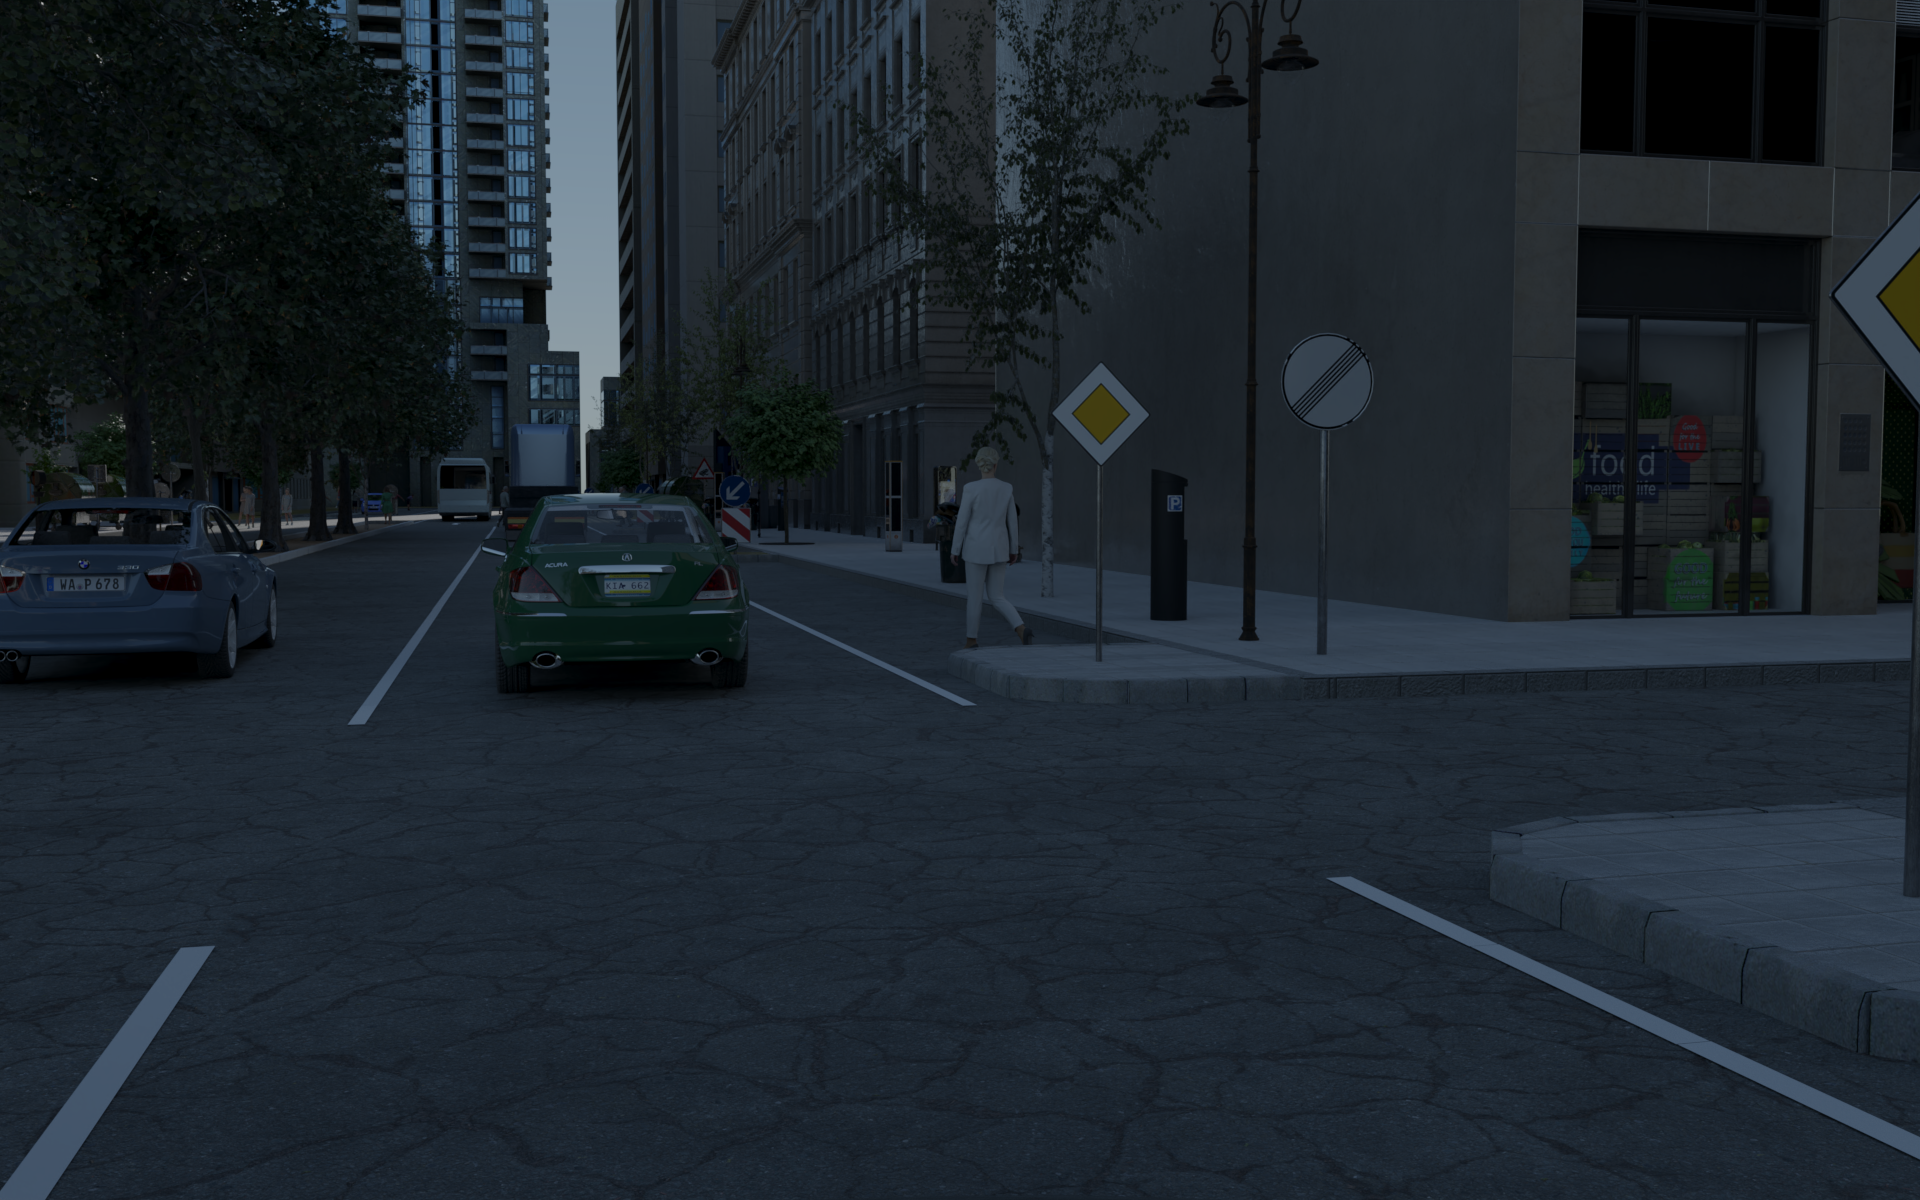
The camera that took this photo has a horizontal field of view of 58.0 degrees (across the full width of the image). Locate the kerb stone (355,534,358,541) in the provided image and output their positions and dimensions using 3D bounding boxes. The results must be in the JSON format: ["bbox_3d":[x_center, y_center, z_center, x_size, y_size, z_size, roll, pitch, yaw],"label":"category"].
[{"bbox_3d":[-18.532,-1.870,52.764,0.120,0.150,1.000,-1,4,-14],"label":"kerb stone"}]

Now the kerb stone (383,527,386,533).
[{"bbox_3d":[-21.322,-2.535,63.699,0.120,0.150,1.000,-1,4,-14],"label":"kerb stone"}]

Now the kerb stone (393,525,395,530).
[{"bbox_3d":[-22.595,-2.842,68.658,0.120,0.150,1.000,-1,4,-14],"label":"kerb stone"}]

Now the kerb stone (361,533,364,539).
[{"bbox_3d":[-19.036,-1.991,54.750,0.120,0.150,1.000,-1,4,-14],"label":"kerb stone"}]

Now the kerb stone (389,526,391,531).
[{"bbox_3d":[-22.084,-2.720,66.671,0.120,0.150,1.000,-1,4,-14],"label":"kerb stone"}]

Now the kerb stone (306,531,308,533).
[{"bbox_3d":[-22.104,-2.206,58.265,0.120,0.150,1.000,-1,4,-14],"label":"kerb stone"}]

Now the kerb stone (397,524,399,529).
[{"bbox_3d":[-23.103,-2.963,70.660,0.120,0.150,1.000,-1,4,-14],"label":"kerb stone"}]

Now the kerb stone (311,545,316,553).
[{"bbox_3d":[-15.744,-1.202,41.845,0.120,0.150,1.000,-1,4,-14],"label":"kerb stone"}]

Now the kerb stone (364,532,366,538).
[{"bbox_3d":[-19.294,-2.052,55.739,0.120,0.150,1.000,-1,4,-14],"label":"kerb stone"}]

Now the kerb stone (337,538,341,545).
[{"bbox_3d":[-17.273,-1.567,47.808,0.120,0.150,1.000,-1,4,-14],"label":"kerb stone"}]

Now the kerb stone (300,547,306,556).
[{"bbox_3d":[-15.238,-1.080,39.857,0.120,0.150,1.000,-1,4,-14],"label":"kerb stone"}]

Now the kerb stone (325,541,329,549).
[{"bbox_3d":[-16.512,-1.381,44.824,0.120,0.150,1.000,-1,4,-14],"label":"kerb stone"}]

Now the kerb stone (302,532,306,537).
[{"bbox_3d":[-21.852,-2.145,57.274,0.120,0.150,1.000,-1,4,-14],"label":"kerb stone"}]

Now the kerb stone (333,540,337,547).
[{"bbox_3d":[-17.018,-1.505,46.807,0.120,0.150,1.000,-1,4,-14],"label":"kerb stone"}]

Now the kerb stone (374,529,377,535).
[{"bbox_3d":[-20.309,-2.296,59.734,0.120,0.150,1.000,-1,4,-14],"label":"kerb stone"}]

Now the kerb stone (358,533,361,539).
[{"bbox_3d":[-18.787,-1.930,53.758,0.120,0.150,1.000,-1,4,-14],"label":"kerb stone"}]

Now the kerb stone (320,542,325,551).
[{"bbox_3d":[-16.248,-1.322,43.836,0.120,0.150,1.000,-1,4,-14],"label":"kerb stone"}]

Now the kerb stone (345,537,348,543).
[{"bbox_3d":[-17.773,-1.688,49.791,0.120,0.150,1.000,-1,4,-14],"label":"kerb stone"}]

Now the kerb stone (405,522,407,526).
[{"bbox_3d":[-24.371,-3.265,75.628,0.120,0.150,1.000,-1,4,-14],"label":"kerb stone"}]

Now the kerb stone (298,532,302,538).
[{"bbox_3d":[-21.595,-2.078,56.277,0.120,0.150,1.000,-1,4,-14],"label":"kerb stone"}]

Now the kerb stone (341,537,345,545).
[{"bbox_3d":[-17.513,-1.625,48.802,0.120,0.150,1.000,-1,4,-14],"label":"kerb stone"}]

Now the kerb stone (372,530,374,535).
[{"bbox_3d":[-20.054,-2.235,58.736,0.120,0.150,1.000,-1,4,-14],"label":"kerb stone"}]

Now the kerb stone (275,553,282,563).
[{"bbox_3d":[-14.227,-0.830,35.879,0.120,0.150,1.000,-1,4,-14],"label":"kerb stone"}]

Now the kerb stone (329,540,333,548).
[{"bbox_3d":[-16.767,-1.444,45.814,0.120,0.150,1.000,-1,4,-14],"label":"kerb stone"}]

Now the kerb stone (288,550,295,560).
[{"bbox_3d":[-14.727,-0.958,37.866,0.120,0.150,1.000,-1,4,-14],"label":"kerb stone"}]

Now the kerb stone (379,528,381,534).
[{"bbox_3d":[-20.818,-2.417,61.717,0.120,0.150,1.000,-1,4,-14],"label":"kerb stone"}]

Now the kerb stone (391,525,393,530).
[{"bbox_3d":[-22.332,-2.781,67.663,0.120,0.150,1.000,-1,4,-14],"label":"kerb stone"}]

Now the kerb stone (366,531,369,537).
[{"bbox_3d":[-19.551,-2.112,56.742,0.120,0.150,1.000,-1,4,-14],"label":"kerb stone"}]

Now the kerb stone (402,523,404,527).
[{"bbox_3d":[-23.856,-3.146,73.634,0.120,0.150,1.000,-1,4,-14],"label":"kerb stone"}]

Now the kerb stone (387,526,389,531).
[{"bbox_3d":[-21.832,-2.659,65.679,0.120,0.150,1.000,-1,4,-14],"label":"kerb stone"}]

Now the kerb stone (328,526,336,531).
[{"bbox_3d":[-24.383,-2.753,67.199,0.120,0.150,1.000,-1,4,-14],"label":"kerb stone"}]

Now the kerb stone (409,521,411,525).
[{"bbox_3d":[-25.130,-3.451,78.615,0.120,0.150,1.000,-1,4,-14],"label":"kerb stone"}]

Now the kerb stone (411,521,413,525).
[{"bbox_3d":[-25.377,-3.511,79.618,0.120,0.150,1.000,-1,4,-14],"label":"kerb stone"}]

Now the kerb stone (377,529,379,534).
[{"bbox_3d":[-20.565,-2.357,60.726,0.120,0.150,1.000,-1,4,-14],"label":"kerb stone"}]

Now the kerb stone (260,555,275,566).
[{"bbox_3d":[-13.975,-0.772,34.882,0.120,0.150,1.000,-1,4,-14],"label":"kerb stone"}]

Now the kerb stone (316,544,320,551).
[{"bbox_3d":[-16.002,-1.261,42.835,0.120,0.150,1.000,-1,4,-14],"label":"kerb stone"}]

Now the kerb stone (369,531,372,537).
[{"bbox_3d":[-19.806,-2.174,57.743,0.120,0.150,1.000,-1,4,-14],"label":"kerb stone"}]

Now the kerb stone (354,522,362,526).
[{"bbox_3d":[-27.179,-3.420,78.126,0.120,0.150,1.000,-1,4,-14],"label":"kerb stone"}]

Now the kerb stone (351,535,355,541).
[{"bbox_3d":[-18.277,-1.809,51.773,0.120,0.150,1.000,-1,4,-14],"label":"kerb stone"}]

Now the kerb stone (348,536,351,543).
[{"bbox_3d":[-18.031,-1.748,50.781,0.120,0.150,1.000,-1,4,-14],"label":"kerb stone"}]

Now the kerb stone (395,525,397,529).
[{"bbox_3d":[-22.847,-2.894,69.661,0.120,0.150,1.000,-1,4,-14],"label":"kerb stone"}]

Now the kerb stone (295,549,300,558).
[{"bbox_3d":[-14.987,-1.019,38.861,0.120,0.150,1.000,-1,4,-14],"label":"kerb stone"}]

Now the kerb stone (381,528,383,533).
[{"bbox_3d":[-21.074,-2.478,62.707,0.120,0.150,1.000,-1,4,-14],"label":"kerb stone"}]

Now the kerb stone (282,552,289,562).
[{"bbox_3d":[-14.474,-0.898,36.872,0.120,0.150,1.000,-1,4,-14],"label":"kerb stone"}]

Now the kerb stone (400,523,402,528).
[{"bbox_3d":[-23.604,-3.081,72.643,0.120,0.150,1.000,-1,4,-14],"label":"kerb stone"}]

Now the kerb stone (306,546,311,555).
[{"bbox_3d":[-15.500,-1.141,40.845,0.120,0.150,1.000,-1,4,-14],"label":"kerb stone"}]

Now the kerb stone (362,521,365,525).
[{"bbox_3d":[-27.425,-3.482,79.122,0.120,0.150,1.000,-1,4,-14],"label":"kerb stone"}]
